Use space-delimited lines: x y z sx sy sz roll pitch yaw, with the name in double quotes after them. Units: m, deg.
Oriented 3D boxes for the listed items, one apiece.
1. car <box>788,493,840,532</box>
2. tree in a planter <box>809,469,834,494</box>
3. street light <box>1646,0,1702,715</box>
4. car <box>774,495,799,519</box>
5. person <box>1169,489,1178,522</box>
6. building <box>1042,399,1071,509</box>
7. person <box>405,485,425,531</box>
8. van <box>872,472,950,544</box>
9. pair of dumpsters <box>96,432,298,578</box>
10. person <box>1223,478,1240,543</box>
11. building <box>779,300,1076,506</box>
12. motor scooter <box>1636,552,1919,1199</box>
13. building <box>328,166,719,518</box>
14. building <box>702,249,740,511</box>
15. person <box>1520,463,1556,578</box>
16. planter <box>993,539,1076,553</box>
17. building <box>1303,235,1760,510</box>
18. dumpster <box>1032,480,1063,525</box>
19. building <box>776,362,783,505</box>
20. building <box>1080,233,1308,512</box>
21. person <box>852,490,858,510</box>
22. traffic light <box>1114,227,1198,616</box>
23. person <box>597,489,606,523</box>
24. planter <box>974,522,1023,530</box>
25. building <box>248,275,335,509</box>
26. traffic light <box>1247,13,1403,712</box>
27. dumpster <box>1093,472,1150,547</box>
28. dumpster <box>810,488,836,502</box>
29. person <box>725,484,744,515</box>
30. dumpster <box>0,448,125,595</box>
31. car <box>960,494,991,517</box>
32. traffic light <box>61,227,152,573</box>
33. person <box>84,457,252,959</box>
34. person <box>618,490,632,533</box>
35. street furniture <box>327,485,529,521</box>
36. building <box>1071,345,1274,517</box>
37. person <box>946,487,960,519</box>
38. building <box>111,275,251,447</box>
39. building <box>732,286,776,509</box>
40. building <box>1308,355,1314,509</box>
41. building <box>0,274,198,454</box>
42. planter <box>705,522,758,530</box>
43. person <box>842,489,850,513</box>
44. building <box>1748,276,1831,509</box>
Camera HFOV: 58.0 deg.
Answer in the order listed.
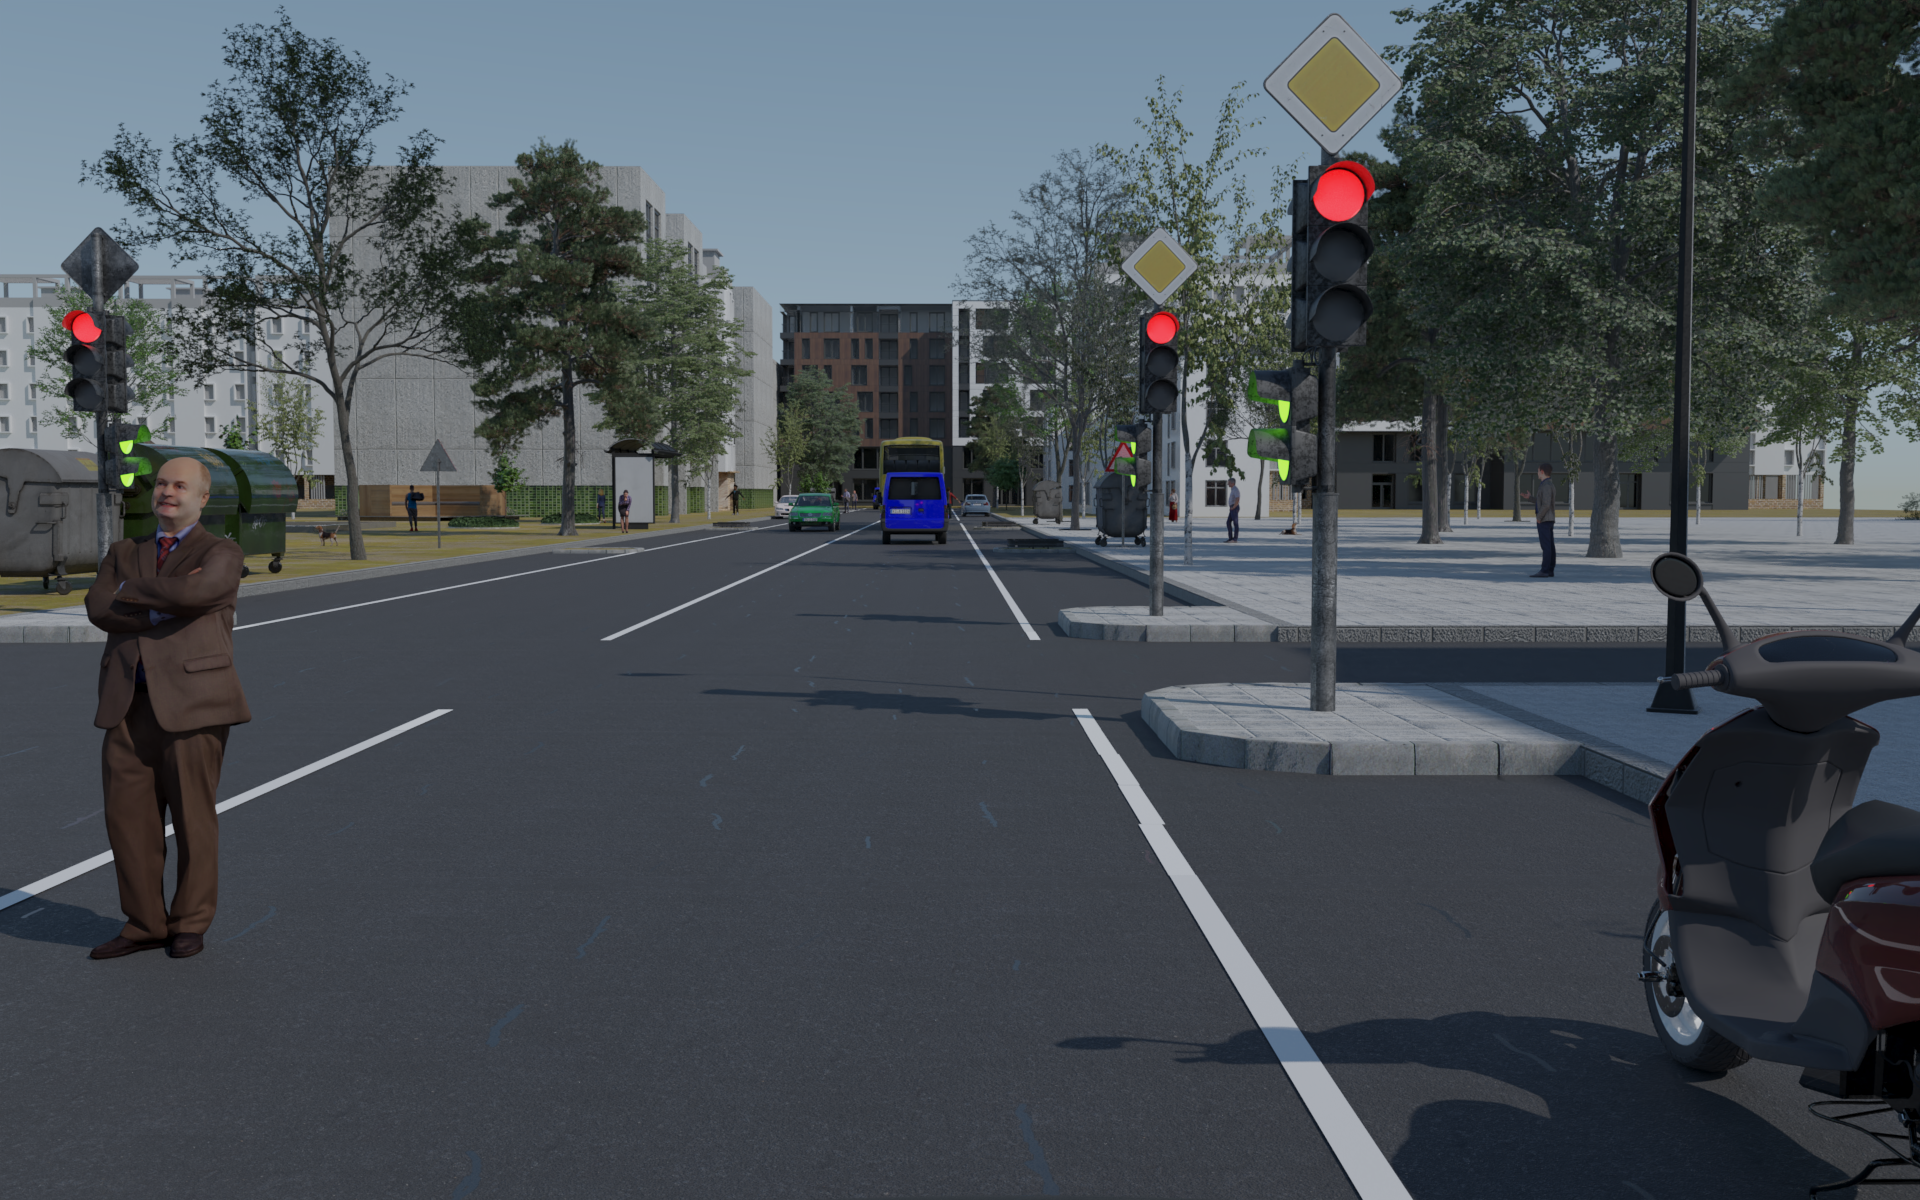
-5.657 -3.589 67.478 1.959 1.807 4.718 0 4 0 "car"
-9.673 -7.511 120.027 1.991 3.239 1.994 0 4 -1 "tree in a planter"
3.684 -2.295 10.067 1.470 5.913 1.316 0 4 -1 "street light"
-9.696 -5.388 100.456 2.083 1.381 4.827 0 4 -2 "car"
9.743 -4.308 78.947 0.387 1.526 0.523 -3 5 -40 "person"
12.465 -12.780 151.092 9.099 9.664 28.070 0 4 -1 "building"
-18.790 -3.166 59.669 0.647 1.594 0.662 -2 4 -27 "person"
-1.371 -2.861 51.167 2.240 2.365 5.245 0 4 -2 "van"
-11.439 -1.429 25.859 1.574 2.255 4.436 0 4 0 "pair of dumpsters"
7.114 -2.346 45.339 0.436 1.711 0.756 1 4 9 "person"
-3.114 -21.553 196.361 32.646 21.610 27.936 0 4 -1 "building"
1.871 0.564 3.552 0.815 1.314 1.986 0 4 -1 "motor scooter"
-25.734 -14.856 109.361 16.747 18.905 31.486 0 4 -1 "building"
-25.186 -16.821 131.436 16.016 20.091 11.380 0 4 -1 "building"
8.904 -1.238 26.819 0.750 1.759 0.617 3 5 44 "person"
1.827 -1.345 43.136 1.991 0.319 1.994 0 4 -1 "planter"
47.223 -18.772 150.896 32.646 21.610 27.936 0 4 -1 "building"
3.710 -4.140 73.455 1.264 1.857 1.865 0 4 -1 "dumpster"
-35.516 -19.796 190.130 31.486 18.905 16.747 0 4 -1 "building"
16.993 -16.802 131.130 16.016 20.091 11.380 0 4 -1 "building"
-9.172 -8.704 151.343 0.617 1.759 0.750 -1 4 -20 "person"
2.051 -1.768 18.145 0.839 4.213 0.868 0 4 -1 "traffic light"
-15.746 -4.135 76.186 0.613 1.512 0.480 3 5 41 "person"
1.551 -3.026 70.617 1.991 0.319 1.994 0 4 -1 "planter"
-54.855 -18.337 156.230 11.380 20.091 16.016 0 4 -1 "building"
2.133 -1.279 10.161 0.839 4.213 0.868 0 4 -1 "traffic light"
3.979 -2.254 42.608 1.264 1.857 1.865 0 4 -1 "dumpster"
-9.772 -7.051 123.505 1.865 1.857 1.264 0 4 -2 "dumpster"
-13.733 -6.127 105.845 1.348 1.869 0.705 1 4 22 "person"
-11.890 -1.031 22.610 1.264 1.857 1.865 0 4 -1 "dumpster"
0.988 -6.008 110.238 2.014 1.417 4.499 0 4 -1 "car"
-8.910 -1.760 18.017 0.839 4.213 0.868 0 4 -1 "traffic light"
-2.447 0.330 5.380 0.482 1.546 0.388 0 4 7 "person"
-10.959 -2.899 56.670 0.421 1.427 0.697 -1 4 -20 "person"
-26.046 -4.860 86.319 11.010 1.723 9.812 2 4 23 "street furniture"
12.928 -10.350 111.363 9.099 9.664 28.070 0 4 -1 "building"
-0.641 -5.480 98.040 1.348 1.831 0.705 1 4 20 "person"
-66.720 -18.355 156.526 11.380 20.091 16.016 0 4 -1 "building"
-33.418 -17.706 155.944 31.486 18.905 16.747 0 4 -1 "building"
24.917 -18.383 156.984 11.380 20.091 16.016 0 4 -1 "building"
-78.092 -18.302 155.657 11.380 20.091 16.016 0 4 -1 "building"
-9.165 -2.972 69.738 1.991 0.319 1.994 0 4 -1 "planter"
-8.536 -7.353 128.590 0.709 1.838 0.599 3 5 40 "person"
69.176 -18.374 156.829 11.380 20.091 16.016 0 4 -1 "building"
